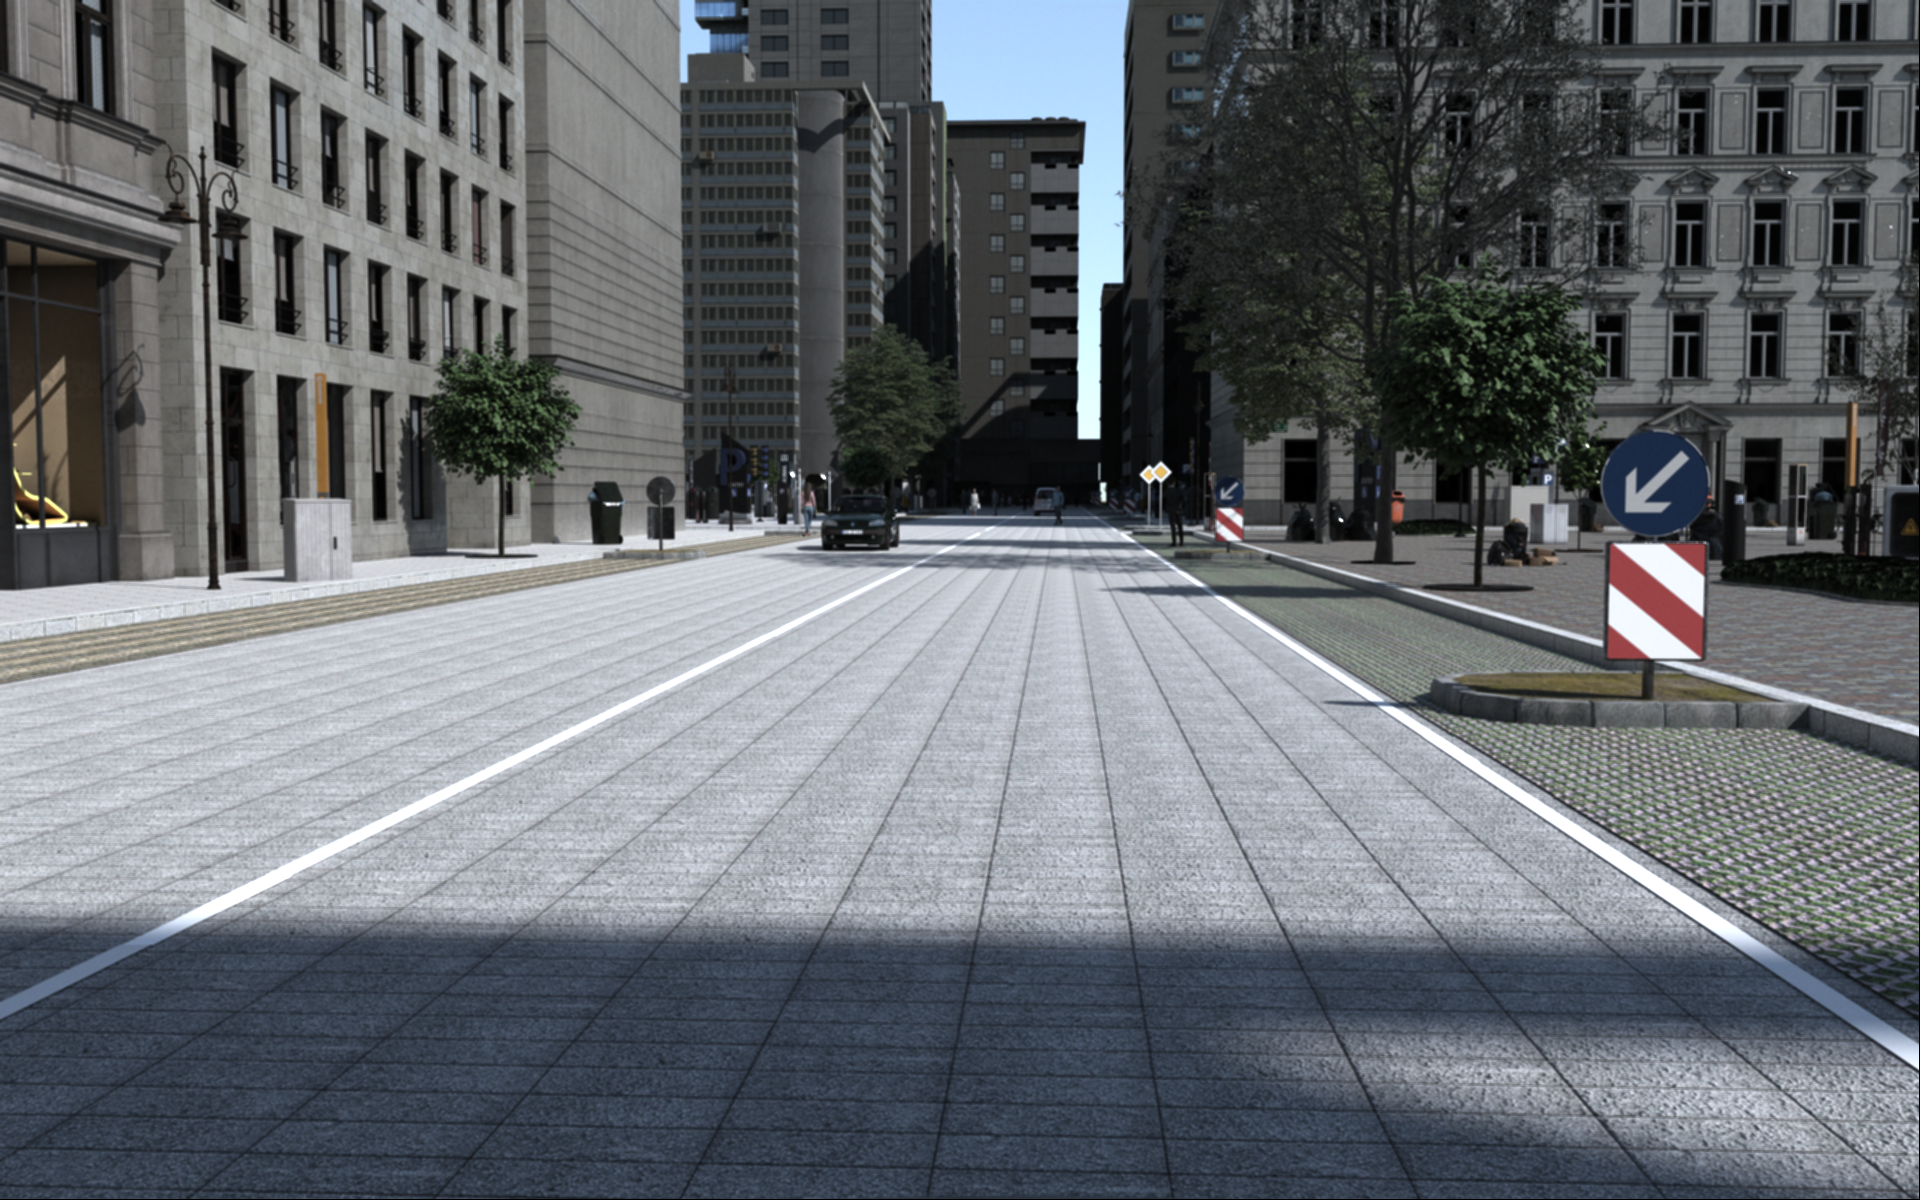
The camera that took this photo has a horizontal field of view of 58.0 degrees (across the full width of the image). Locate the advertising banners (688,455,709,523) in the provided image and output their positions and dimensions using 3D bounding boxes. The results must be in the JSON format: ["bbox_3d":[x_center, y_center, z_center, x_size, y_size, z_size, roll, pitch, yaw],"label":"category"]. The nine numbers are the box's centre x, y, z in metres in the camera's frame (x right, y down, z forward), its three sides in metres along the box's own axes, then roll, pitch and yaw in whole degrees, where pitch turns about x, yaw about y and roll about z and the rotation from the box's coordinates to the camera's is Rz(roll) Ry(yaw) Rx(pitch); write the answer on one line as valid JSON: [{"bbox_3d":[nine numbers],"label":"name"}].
[{"bbox_3d":[-11.755,-4.988,77.744,0.090,3.025,2.074,-2,4,-32],"label":"advertising banners"}]

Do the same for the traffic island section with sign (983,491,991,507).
[{"bbox_3d":[2.547,-11.628,198.751,1.989,1.847,2.006,0,4,3],"label":"traffic island section with sign"}]

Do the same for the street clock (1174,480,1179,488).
[{"bbox_3d":[10.697,-5.012,86.520,0.471,2.002,0.358,2,4,27],"label":"street clock"}]

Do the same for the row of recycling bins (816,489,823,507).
[{"bbox_3d":[-9.521,-7.482,129.440,1.069,1.692,3.534,3,5,42],"label":"row of recycling bins"}]

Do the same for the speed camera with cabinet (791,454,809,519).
[{"bbox_3d":[-7.847,-5.600,85.888,0.660,3.252,2.038,-1,4,-19],"label":"speed camera with cabinet"}]

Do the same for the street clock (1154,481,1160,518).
[{"bbox_3d":[10.596,-5.415,93.103,0.358,2.002,0.471,1,4,21],"label":"street clock"}]

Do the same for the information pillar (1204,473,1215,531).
[{"bbox_3d":[8.771,-3.448,60.865,0.304,2.012,0.304,2,4,28],"label":"information pillar"}]

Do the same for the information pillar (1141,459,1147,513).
[{"bbox_3d":[12.195,-7.547,114.741,0.504,3.616,0.183,-3,5,-43],"label":"information pillar"}]

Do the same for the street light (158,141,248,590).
[{"bbox_3d":[-10.062,-3.082,23.180,0.468,5.910,1.993,0,4,3],"label":"street light"}]

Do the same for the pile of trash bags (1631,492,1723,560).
[{"bbox_3d":[14.731,-1.548,35.063,1.912,1.369,3.447,2,4,32],"label":"pile of trash bags"}]

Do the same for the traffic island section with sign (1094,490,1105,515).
[{"bbox_3d":[10.534,-6.829,120.287,1.989,1.847,2.006,0,4,3],"label":"traffic island section with sign"}]

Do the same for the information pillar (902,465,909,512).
[{"bbox_3d":[-3.851,-8.010,122.311,0.504,3.616,0.183,-2,4,-35],"label":"information pillar"}]

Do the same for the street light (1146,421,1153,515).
[{"bbox_3d":[11.694,-8.198,106.825,0.468,5.910,1.993,0,4,3],"label":"street light"}]

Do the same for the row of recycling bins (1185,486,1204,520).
[{"bbox_3d":[13.093,-4.915,87.473,3.534,1.692,1.069,-1,4,-10],"label":"row of recycling bins"}]

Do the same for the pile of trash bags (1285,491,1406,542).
[{"bbox_3d":[10.836,-2.334,47.917,3.447,1.369,1.912,-2,4,-23],"label":"pile of trash bags"}]

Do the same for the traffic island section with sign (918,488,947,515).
[{"bbox_3d":[-1.930,-6.899,121.425,1.989,1.847,2.006,0,4,3],"label":"traffic island section with sign"}]

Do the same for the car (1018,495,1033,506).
[{"bbox_3d":[7.936,-12.179,211.707,1.945,1.354,3.894,0,4,3],"label":"car"}]

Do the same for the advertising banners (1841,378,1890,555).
[{"bbox_3d":[14.185,-1.892,27.130,0.090,3.025,2.074,1,4,12],"label":"advertising banners"}]

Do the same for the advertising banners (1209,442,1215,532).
[{"bbox_3d":[8.539,-3.827,58.751,0.090,3.025,2.074,1,4,13],"label":"advertising banners"}]

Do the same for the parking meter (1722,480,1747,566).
[{"bbox_3d":[13.829,-1.377,30.923,0.372,1.533,0.369,0,3,0],"label":"parking meter"}]

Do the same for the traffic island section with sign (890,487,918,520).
[{"bbox_3d":[-3.486,-5.251,94.487,1.989,1.847,2.006,0,4,3],"label":"traffic island section with sign"}]

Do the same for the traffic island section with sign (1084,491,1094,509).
[{"bbox_3d":[13.449,-9.895,170.403,1.989,1.847,2.006,0,4,3],"label":"traffic island section with sign"}]

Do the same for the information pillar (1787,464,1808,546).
[{"bbox_3d":[20.766,-2.353,42.967,0.304,2.012,0.304,-1,4,-18],"label":"information pillar"}]

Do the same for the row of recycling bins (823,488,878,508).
[{"bbox_3d":[-7.349,-6.800,118.285,3.534,1.692,1.069,0,4,7],"label":"row of recycling bins"}]

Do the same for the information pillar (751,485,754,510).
[{"bbox_3d":[-16.191,-8.026,135.720,0.304,2.012,0.304,0,4,2],"label":"information pillar"}]

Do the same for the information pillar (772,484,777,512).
[{"bbox_3d":[-13.355,-7.389,125.295,0.304,2.012,0.304,3,5,39],"label":"information pillar"}]

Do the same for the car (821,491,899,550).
[{"bbox_3d":[-2.578,-2.175,45.344,2.009,1.686,4.222,0,4,3],"label":"car"}]

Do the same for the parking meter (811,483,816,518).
[{"bbox_3d":[-7.861,-5.274,91.944,0.255,1.863,0.399,3,5,40],"label":"parking meter"}]

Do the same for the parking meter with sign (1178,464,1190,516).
[{"bbox_3d":[13.005,-6.434,101.463,0.543,3.016,1.738,-1,4,-9],"label":"parking meter with sign"}]

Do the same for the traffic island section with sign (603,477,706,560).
[{"bbox_3d":[-6.736,-1.834,38.610,1.989,1.847,2.006,0,4,3],"label":"traffic island section with sign"}]

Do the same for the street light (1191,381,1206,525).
[{"bbox_3d":[9.725,-5.992,70.763,0.468,5.910,1.993,0,4,3],"label":"street light"}]

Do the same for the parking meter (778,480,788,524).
[{"bbox_3d":[-7.518,-4.147,73.510,0.399,1.863,0.255,0,4,3],"label":"parking meter"}]

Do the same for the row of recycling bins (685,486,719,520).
[{"bbox_3d":[-13.847,-4.931,87.738,3.534,1.692,1.069,1,4,9],"label":"row of recycling bins"}]

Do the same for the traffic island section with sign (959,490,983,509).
[{"bbox_3d":[0.990,-9.982,171.840,1.989,1.847,2.006,0,4,3],"label":"traffic island section with sign"}]

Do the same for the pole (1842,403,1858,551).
[{"bbox_3d":[19.995,-2.756,38.906,0.158,3.312,0.155,0,3,0],"label":"pole"}]

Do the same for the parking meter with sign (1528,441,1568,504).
[{"bbox_3d":[17.089,-3.335,50.793,0.543,3.016,1.738,-1,4,-10],"label":"parking meter with sign"}]

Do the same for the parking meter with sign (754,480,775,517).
[{"bbox_3d":[-10.966,-6.069,95.492,1.738,3.016,0.543,2,4,33],"label":"parking meter with sign"}]

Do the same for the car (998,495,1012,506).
[{"bbox_3d":[5.196,-11.903,206.972,2.083,1.381,4.827,0,4,4],"label":"car"}]

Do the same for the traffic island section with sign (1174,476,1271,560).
[{"bbox_3d":[5.785,-1.821,38.400,1.989,1.847,2.006,0,4,3],"label":"traffic island section with sign"}]

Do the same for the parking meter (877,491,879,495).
[{"bbox_3d":[-6.002,-7.104,124.554,0.372,1.533,0.369,0,3,0],"label":"parking meter"}]

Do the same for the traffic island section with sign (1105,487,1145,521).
[{"bbox_3d":[8.978,-5.183,93.376,1.989,1.847,2.006,0,4,3],"label":"traffic island section with sign"}]

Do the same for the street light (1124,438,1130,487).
[{"bbox_3d":[13.786,-10.403,142.879,0.468,5.910,1.993,0,4,3],"label":"street light"}]

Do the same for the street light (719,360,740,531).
[{"bbox_3d":[-7.954,-5.335,60.017,0.468,5.910,1.993,0,4,3],"label":"street light"}]

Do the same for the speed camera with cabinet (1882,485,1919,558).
[{"bbox_3d":[17.963,-2.271,31.471,2.038,3.252,0.660,2,4,31],"label":"speed camera with cabinet"}]

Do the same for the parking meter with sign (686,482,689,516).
[{"bbox_3d":[-16.147,-6.417,101.185,0.543,3.016,1.738,2,4,25],"label":"parking meter with sign"}]

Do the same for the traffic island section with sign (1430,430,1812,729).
[{"bbox_3d":[4.233,-0.175,11.489,1.989,1.847,2.006,0,4,3],"label":"traffic island section with sign"}]
